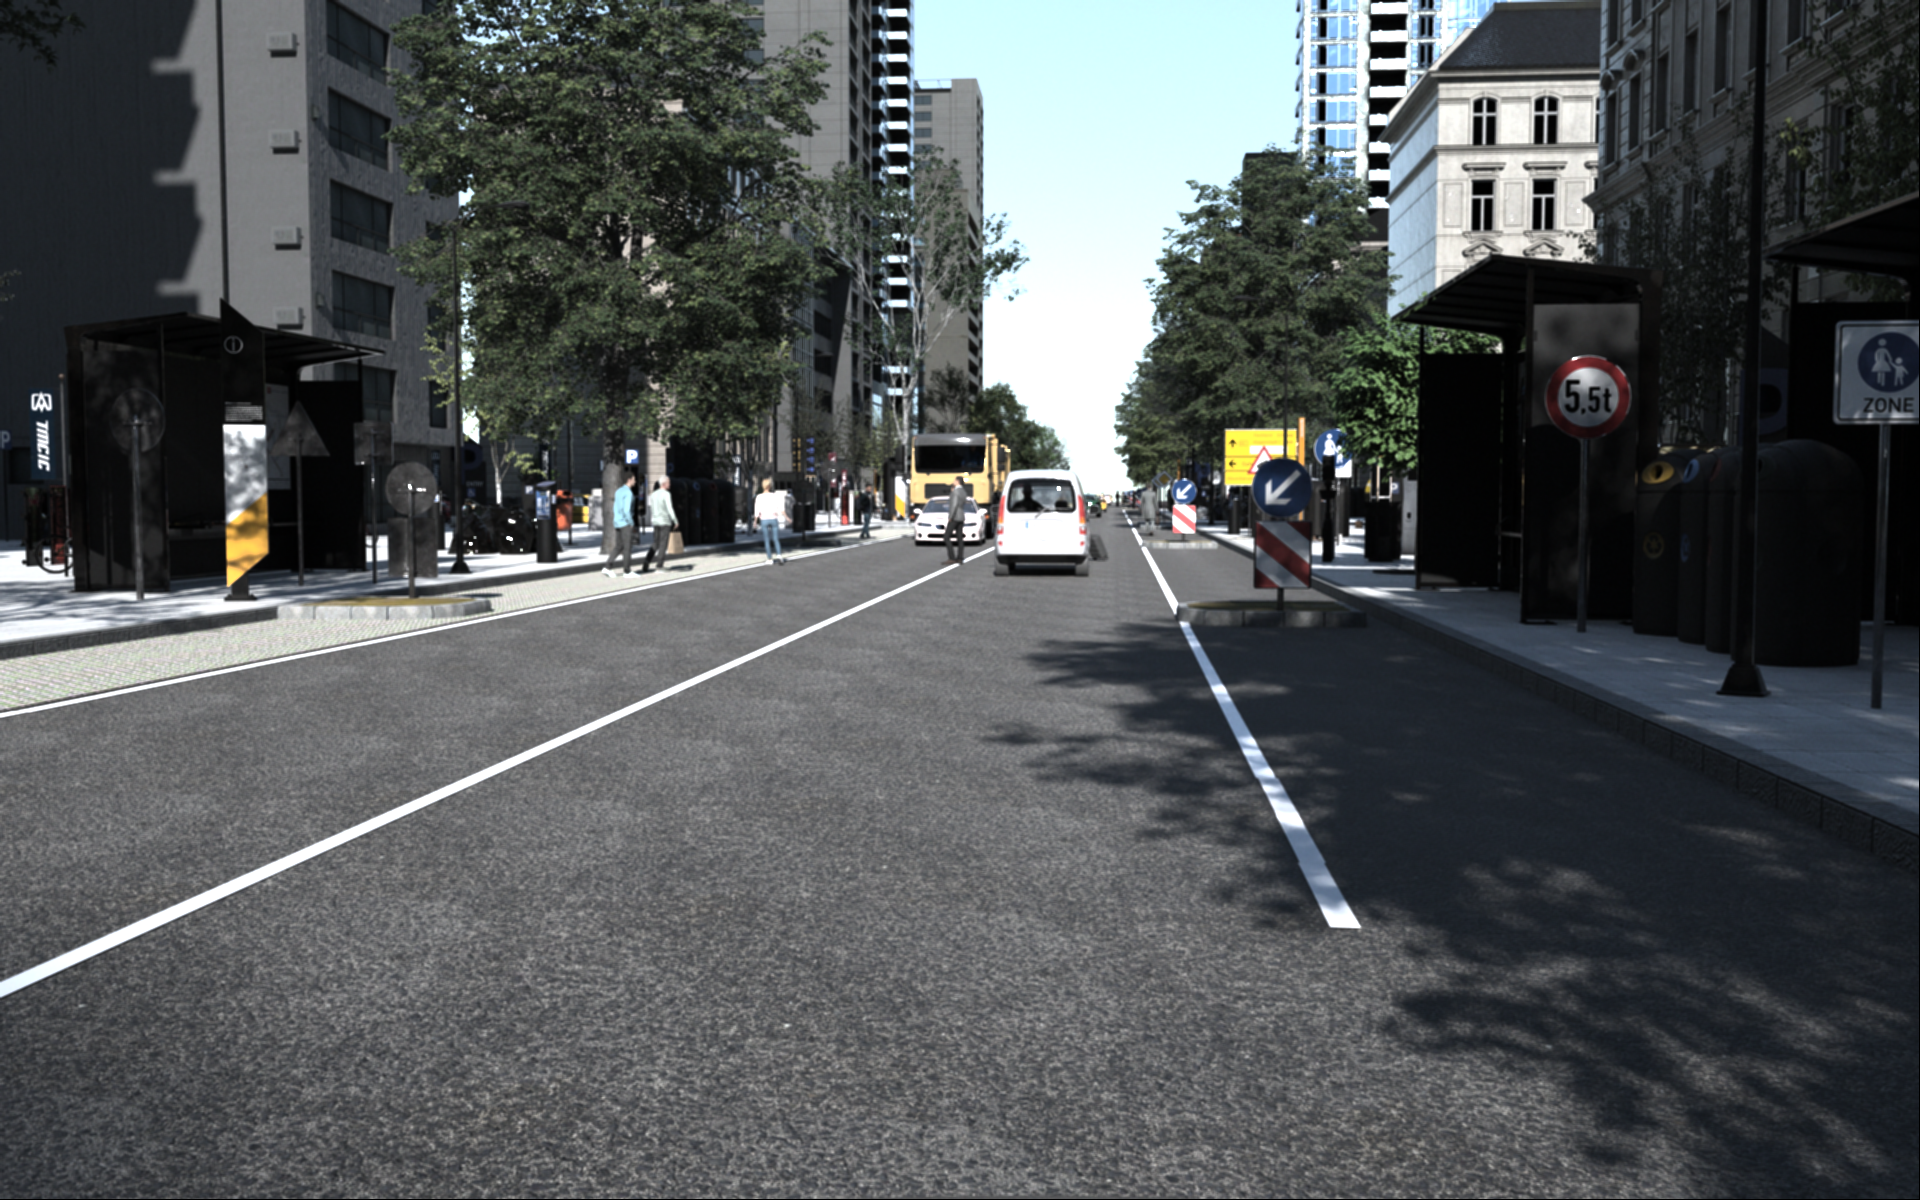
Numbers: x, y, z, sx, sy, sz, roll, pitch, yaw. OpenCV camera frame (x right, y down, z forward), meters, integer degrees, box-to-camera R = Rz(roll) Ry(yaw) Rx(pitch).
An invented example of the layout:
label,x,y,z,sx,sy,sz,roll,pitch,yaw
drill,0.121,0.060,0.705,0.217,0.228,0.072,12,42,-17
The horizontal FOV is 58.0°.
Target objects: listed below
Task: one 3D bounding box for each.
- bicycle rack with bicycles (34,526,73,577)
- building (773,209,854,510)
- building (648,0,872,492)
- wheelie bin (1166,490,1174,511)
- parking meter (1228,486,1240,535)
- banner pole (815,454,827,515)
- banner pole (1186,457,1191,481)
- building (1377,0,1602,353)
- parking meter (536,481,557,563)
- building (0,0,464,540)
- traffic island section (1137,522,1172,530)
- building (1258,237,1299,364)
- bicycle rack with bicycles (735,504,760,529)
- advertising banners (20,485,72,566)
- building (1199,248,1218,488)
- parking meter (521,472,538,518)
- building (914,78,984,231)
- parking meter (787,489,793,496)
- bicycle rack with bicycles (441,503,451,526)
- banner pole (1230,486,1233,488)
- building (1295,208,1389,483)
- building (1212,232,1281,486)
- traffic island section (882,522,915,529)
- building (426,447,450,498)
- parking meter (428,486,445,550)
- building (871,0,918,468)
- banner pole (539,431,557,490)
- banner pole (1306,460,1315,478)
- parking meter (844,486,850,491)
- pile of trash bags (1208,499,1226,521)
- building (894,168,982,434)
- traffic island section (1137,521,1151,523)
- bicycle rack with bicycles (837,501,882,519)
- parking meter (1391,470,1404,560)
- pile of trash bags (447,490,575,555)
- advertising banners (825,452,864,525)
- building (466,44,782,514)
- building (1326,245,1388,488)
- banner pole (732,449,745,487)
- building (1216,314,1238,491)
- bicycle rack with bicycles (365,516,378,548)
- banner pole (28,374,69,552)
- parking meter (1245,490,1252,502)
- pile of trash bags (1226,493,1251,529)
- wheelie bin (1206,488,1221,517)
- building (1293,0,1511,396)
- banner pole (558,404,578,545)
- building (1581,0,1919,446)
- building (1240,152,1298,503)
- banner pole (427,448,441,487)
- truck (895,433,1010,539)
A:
label,x,y,z,sx,sy,sz,roll,pitch,yaw
bicycle rack with bicycles,-13.404,-0.895,28.015,2.925,0.926,2.852,-1,4,-12
building,-17.243,-19.116,131.611,14.314,24.678,30.058,0,4,5
building,-17.014,-44.497,165.777,20.563,71.187,20.611,0,4,5
wheelie bin,16.169,-7.597,132.119,0.980,1.594,0.693,-1,4,-11
parking meter,8.701,-2.847,54.963,0.372,1.533,0.369,0,3,0
banner pole,-8.684,-7.190,107.571,0.863,3.779,0.401,0,4,-3
banner pole,13.734,-6.870,102.345,0.863,3.779,0.401,1,4,16
building,46.209,-19.412,93.796,44.131,29.872,17.030,0,4,5
parking meter,-7.706,-1.460,32.280,0.372,1.533,0.369,0,3,0
building,-23.935,-17.272,54.093,14.107,30.474,14.160,0,4,5
traffic island section,8.400,-2.986,71.106,2.009,0.180,2.903,0,4,5
building,40.304,-25.909,195.319,14.160,30.474,14.107,0,4,5
bicycle rack with bicycles,-8.575,-3.149,64.869,2.925,0.926,2.852,2,4,30
advertising banners,-16.462,-2.162,31.538,0.090,3.025,2.074,0,4,4
building,49.092,-39.940,303.133,14.600,45.320,14.200,0,4,5
parking meter,-11.386,-2.456,45.872,0.399,1.863,0.255,0,4,0
building,-4.211,-52.911,303.348,20.563,71.187,20.611,0,4,5
parking meter,-8.271,-4.669,84.742,0.372,1.533,0.369,0,3,0
bicycle rack with bicycles,-21.719,-3.462,69.994,2.852,0.926,2.925,1,4,16
banner pole,18.875,-8.053,121.689,0.401,3.779,0.863,-3,4,-38
building,33.450,-19.138,141.792,11.050,23.489,19.941,0,4,5
building,51.943,-38.316,281.098,22.147,44.769,28.867,0,4,5
traffic island section,-2.099,-3.044,72.046,2.009,0.180,2.903,0,4,5
building,-41.156,-17.210,99.412,19.932,24.808,12.078,0,4,5
parking meter,-12.001,-1.912,39.675,0.372,1.533,0.369,0,3,0
building,-15.589,-53.767,191.758,22.319,86.520,31.000,0,4,5
banner pole,-14.087,-4.246,59.445,0.863,3.779,0.401,1,4,15
banner pole,24.611,-8.042,121.497,0.863,3.779,0.401,0,4,7
parking meter,-7.713,-6.864,117.937,0.255,1.863,0.399,-3,4,-37
pile of trash bags,13.728,-4.470,82.829,3.447,1.369,1.912,-1,4,-16
building,-8.506,-38.980,261.029,21.300,48.544,21.600,0,4,5
traffic island section,9.112,-3.473,79.059,2.009,0.180,2.903,0,4,5
bicycle rack with bicycles,-5.020,-4.678,89.862,2.925,0.926,2.852,-2,4,-25
parking meter,8.457,-1.726,33.930,0.399,1.863,0.255,0,4,-4
pile of trash bags,-9.614,-1.742,38.236,1.912,1.369,3.447,1,4,21
advertising banners,-4.730,-4.606,71.490,2.074,3.025,0.090,3,5,43
building,-19.096,-18.764,104.056,12.463,27.353,25.104,0,4,5
building,31.703,-15.768,122.426,10.561,19.102,19.286,0,4,5
banner pole,-12.352,-6.550,97.108,0.863,3.779,0.401,-1,4,-9
building,45.497,-29.834,259.489,14.160,30.474,14.107,0,4,5
bicycle rack with bicycles,-15.665,-1.709,41.323,2.925,0.926,2.852,3,5,41
banner pole,-18.875,-2.813,36.013,0.863,3.779,0.401,-1,4,-21
parking meter,15.080,-5.014,90.393,0.372,1.533,0.369,0,3,0
pile of trash bags,11.950,-3.341,64.375,3.447,1.369,1.912,2,4,29
wheelie bin,14.241,-5.430,96.685,0.980,1.594,0.693,-1,4,-22
building,41.859,-52.489,170.868,22.319,86.520,31.000,0,4,5
banner pole,-9.828,-3.286,43.741,0.401,3.779,0.863,0,4,-2
building,25.758,-15.162,45.169,12.463,27.353,25.104,0,4,5
building,40.898,-32.166,209.506,14.154,41.232,14.086,0,4,5
banner pole,-26.276,-5.892,86.355,0.863,3.779,0.401,0,4,4
truck,0.053,-3.774,57.626,3.469,3.379,9.791,0,4,6
